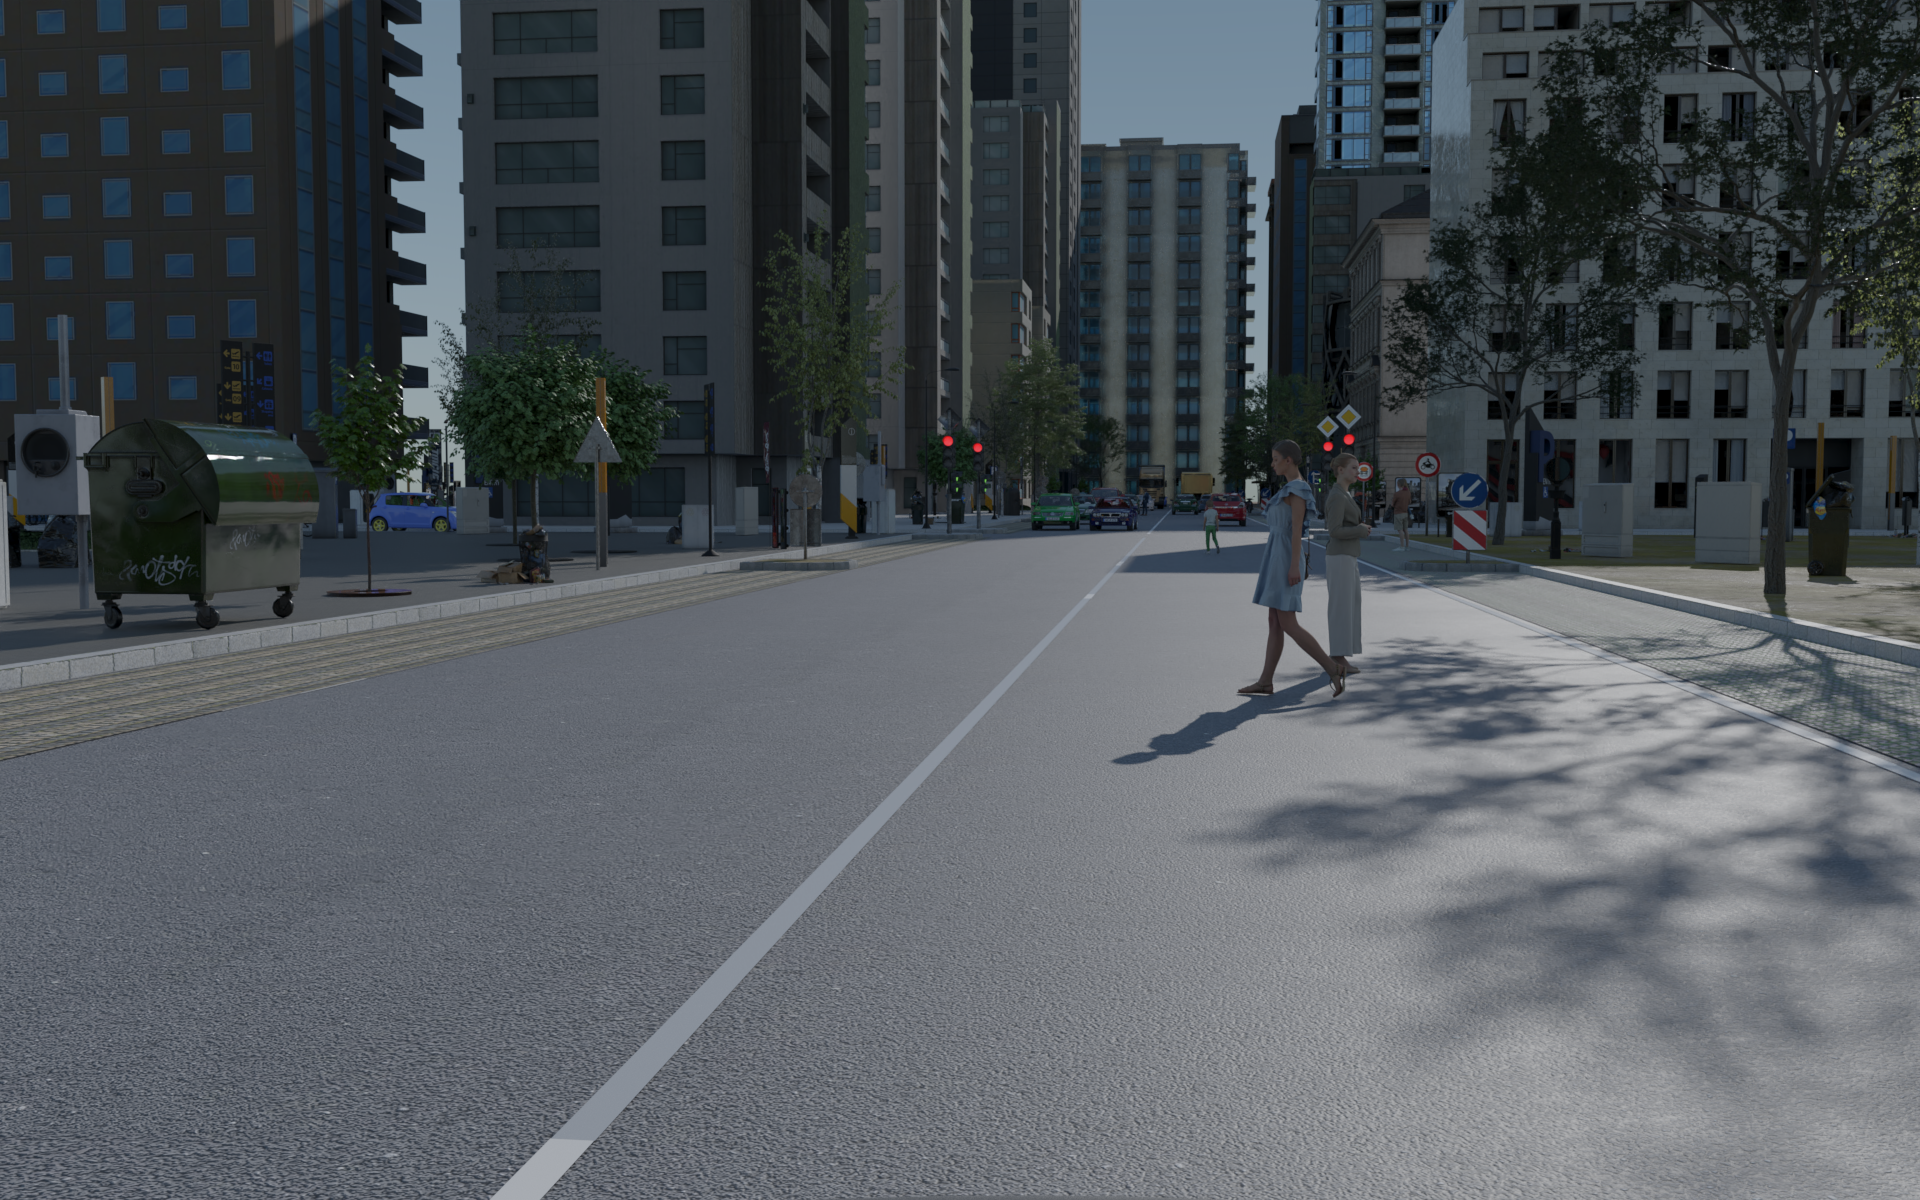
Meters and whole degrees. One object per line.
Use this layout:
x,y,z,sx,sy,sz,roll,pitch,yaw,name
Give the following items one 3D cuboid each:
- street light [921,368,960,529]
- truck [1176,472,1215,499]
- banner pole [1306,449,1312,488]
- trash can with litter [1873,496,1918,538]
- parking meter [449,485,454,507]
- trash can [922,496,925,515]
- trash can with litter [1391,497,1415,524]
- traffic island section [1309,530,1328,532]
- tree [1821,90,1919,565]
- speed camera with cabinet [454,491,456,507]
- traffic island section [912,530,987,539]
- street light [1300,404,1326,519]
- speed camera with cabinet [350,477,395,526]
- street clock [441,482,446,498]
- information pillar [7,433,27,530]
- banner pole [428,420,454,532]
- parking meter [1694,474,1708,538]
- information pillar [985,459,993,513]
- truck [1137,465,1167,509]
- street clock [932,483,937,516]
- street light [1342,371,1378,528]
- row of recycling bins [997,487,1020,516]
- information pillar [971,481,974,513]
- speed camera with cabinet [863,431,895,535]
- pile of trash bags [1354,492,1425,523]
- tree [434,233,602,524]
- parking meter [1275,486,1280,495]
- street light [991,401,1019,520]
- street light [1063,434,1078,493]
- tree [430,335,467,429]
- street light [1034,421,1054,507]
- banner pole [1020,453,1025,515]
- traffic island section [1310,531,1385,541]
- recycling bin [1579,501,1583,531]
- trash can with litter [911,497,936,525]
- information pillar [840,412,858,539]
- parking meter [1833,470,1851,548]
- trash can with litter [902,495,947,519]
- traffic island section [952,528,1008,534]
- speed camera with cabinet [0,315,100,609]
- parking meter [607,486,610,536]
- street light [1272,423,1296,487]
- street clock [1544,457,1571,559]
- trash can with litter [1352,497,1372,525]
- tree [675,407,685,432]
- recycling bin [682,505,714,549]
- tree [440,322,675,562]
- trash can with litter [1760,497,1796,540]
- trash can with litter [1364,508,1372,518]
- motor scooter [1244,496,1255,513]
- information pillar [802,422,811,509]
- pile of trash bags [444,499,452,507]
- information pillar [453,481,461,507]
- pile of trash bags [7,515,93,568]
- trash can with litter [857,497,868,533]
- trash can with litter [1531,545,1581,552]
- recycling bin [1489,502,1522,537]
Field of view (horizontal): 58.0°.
-0.705,-5.586,63.868,1.470,5.913,1.316,0,4,7,street light
20.624,-9.499,151.236,3.469,3.379,9.791,0,4,7,truck
19.371,-6.492,96.156,0.401,3.779,0.863,2,4,33,banner pole
27.976,-2.474,51.503,1.678,1.210,2.233,3,4,36,trash can with litter
-33.000,-6.534,112.541,0.255,1.863,0.399,0,4,1,parking meter
-2.369,-5.658,104.166,0.748,1.137,0.748,0,3,0,trash can
18.715,-3.772,73.054,1.055,1.170,0.624,3,5,43,trash can with litter
13.204,-2.448,62.298,2.009,0.180,2.903,0,4,7,traffic island section
17.390,-4.929,30.947,4.360,8.622,3.978,0,3,0,tree
-26.080,-6.038,93.060,2.038,3.252,0.660,-2,4,-26,speed camera with cabinet
-0.365,-2.063,56.016,2.009,0.180,2.903,0,4,7,traffic island section
18.164,-7.121,88.963,1.470,5.913,1.316,0,4,7,street light
-24.199,-4.711,71.368,0.660,3.252,2.038,2,4,24,speed camera with cabinet
-30.368,-5.954,101.921,0.358,2.002,0.471,-1,4,-22,street clock
-32.880,-4.221,60.375,0.504,3.616,0.183,-2,4,-24,information pillar
-17.568,-4.191,58.542,0.863,3.779,0.401,0,4,1,banner pole
21.697,-2.753,50.723,0.255,1.863,0.399,3,5,43,parking meter
1.932,-7.574,115.184,0.504,3.616,0.183,1,4,16,information pillar
18.608,-10.942,167.818,2.839,4.237,11.283,0,4,7,truck
-1.502,-6.034,103.230,0.358,2.002,0.471,0,4,-2,street clock
15.161,-5.698,65.697,1.470,5.913,1.316,0,4,7,street light
2.957,-5.917,103.854,1.069,1.692,3.534,-1,4,-8,row of recycling bins
0.810,-7.553,114.845,0.183,3.616,0.504,1,4,10,information pillar
-2.575,-3.722,55.196,0.660,3.252,2.038,1,4,12,speed camera with cabinet
19.229,-4.107,76.895,3.447,1.369,1.912,1,4,10,pile of trash bags
-12.117,-5.995,48.381,4.360,8.622,3.978,0,3,0,tree
24.427,-7.805,133.321,0.399,1.863,0.255,-3,5,-40,parking meter
2.271,-7.001,87.002,1.470,5.913,1.316,0,4,7,street light
8.510,-9.849,133.565,1.470,5.913,1.316,0,4,7,street light
-22.239,-7.901,79.545,4.737,8.622,4.395,0,3,0,tree
5.287,-8.410,110.052,1.470,5.913,1.316,0,4,7,street light
3.783,-7.120,106.429,0.401,3.779,0.863,1,4,13,banner pole
12.170,-1.963,54.380,2.009,0.180,2.903,0,4,7,traffic island section
22.038,-2.931,60.468,0.722,1.027,0.722,2,4,29,recycling bin
-1.526,-3.734,72.444,1.055,1.170,0.624,0,4,4,trash can with litter
-3.183,-3.562,49.600,0.504,3.616,0.183,-2,4,-25,information pillar
21.137,-2.194,41.590,0.399,1.863,0.255,1,4,15,parking meter
-1.808,-4.838,90.151,2.233,1.210,1.678,1,4,11,trash can with litter
0.669,-2.548,63.934,2.009,0.180,2.903,0,4,7,traffic island section
-10.596,-1.511,19.035,2.038,3.252,0.660,0,3,0,speed camera with cabinet
-10.922,-2.732,53.077,0.372,1.533,0.369,0,3,0,parking meter
21.330,-8.596,113.089,1.470,5.913,1.316,0,4,7,street light
11.772,-1.811,34.188,0.471,2.002,0.358,1,4,10,street clock
16.530,-3.648,71.030,1.055,1.170,0.624,2,4,31,trash can with litter
-7.746,-3.318,37.969,4.285,4.588,4.351,0,3,0,tree
-6.133,-1.714,40.573,0.722,1.027,0.722,0,4,-7,recycling bin
-8.172,-3.031,33.276,4.285,4.588,4.351,0,3,0,tree
22.460,-2.311,48.849,2.233,1.210,1.678,1,4,18,trash can with litter
21.445,-4.999,92.787,1.678,1.210,2.233,-3,5,-39,trash can with litter
21.396,-7.045,127.955,0.815,1.314,1.986,0,4,6,motor scooter
-4.931,-3.937,55.723,0.183,3.616,0.504,1,4,21,information pillar
-27.677,-4.913,90.080,1.912,1.369,3.447,1,4,9,pile of trash bags
-27.335,-5.486,94.193,0.304,2.012,0.304,3,4,37,information pillar
-17.129,-1.273,30.562,3.447,1.369,1.912,-1,4,-10,pile of trash bags
-3.420,-2.775,56.752,0.624,1.170,1.055,-1,4,-22,trash can with litter
13.789,-1.674,38.426,2.233,1.210,1.678,1,4,9,trash can with litter
16.374,-2.411,51.977,0.722,1.027,0.722,0,4,-7,recycling bin
